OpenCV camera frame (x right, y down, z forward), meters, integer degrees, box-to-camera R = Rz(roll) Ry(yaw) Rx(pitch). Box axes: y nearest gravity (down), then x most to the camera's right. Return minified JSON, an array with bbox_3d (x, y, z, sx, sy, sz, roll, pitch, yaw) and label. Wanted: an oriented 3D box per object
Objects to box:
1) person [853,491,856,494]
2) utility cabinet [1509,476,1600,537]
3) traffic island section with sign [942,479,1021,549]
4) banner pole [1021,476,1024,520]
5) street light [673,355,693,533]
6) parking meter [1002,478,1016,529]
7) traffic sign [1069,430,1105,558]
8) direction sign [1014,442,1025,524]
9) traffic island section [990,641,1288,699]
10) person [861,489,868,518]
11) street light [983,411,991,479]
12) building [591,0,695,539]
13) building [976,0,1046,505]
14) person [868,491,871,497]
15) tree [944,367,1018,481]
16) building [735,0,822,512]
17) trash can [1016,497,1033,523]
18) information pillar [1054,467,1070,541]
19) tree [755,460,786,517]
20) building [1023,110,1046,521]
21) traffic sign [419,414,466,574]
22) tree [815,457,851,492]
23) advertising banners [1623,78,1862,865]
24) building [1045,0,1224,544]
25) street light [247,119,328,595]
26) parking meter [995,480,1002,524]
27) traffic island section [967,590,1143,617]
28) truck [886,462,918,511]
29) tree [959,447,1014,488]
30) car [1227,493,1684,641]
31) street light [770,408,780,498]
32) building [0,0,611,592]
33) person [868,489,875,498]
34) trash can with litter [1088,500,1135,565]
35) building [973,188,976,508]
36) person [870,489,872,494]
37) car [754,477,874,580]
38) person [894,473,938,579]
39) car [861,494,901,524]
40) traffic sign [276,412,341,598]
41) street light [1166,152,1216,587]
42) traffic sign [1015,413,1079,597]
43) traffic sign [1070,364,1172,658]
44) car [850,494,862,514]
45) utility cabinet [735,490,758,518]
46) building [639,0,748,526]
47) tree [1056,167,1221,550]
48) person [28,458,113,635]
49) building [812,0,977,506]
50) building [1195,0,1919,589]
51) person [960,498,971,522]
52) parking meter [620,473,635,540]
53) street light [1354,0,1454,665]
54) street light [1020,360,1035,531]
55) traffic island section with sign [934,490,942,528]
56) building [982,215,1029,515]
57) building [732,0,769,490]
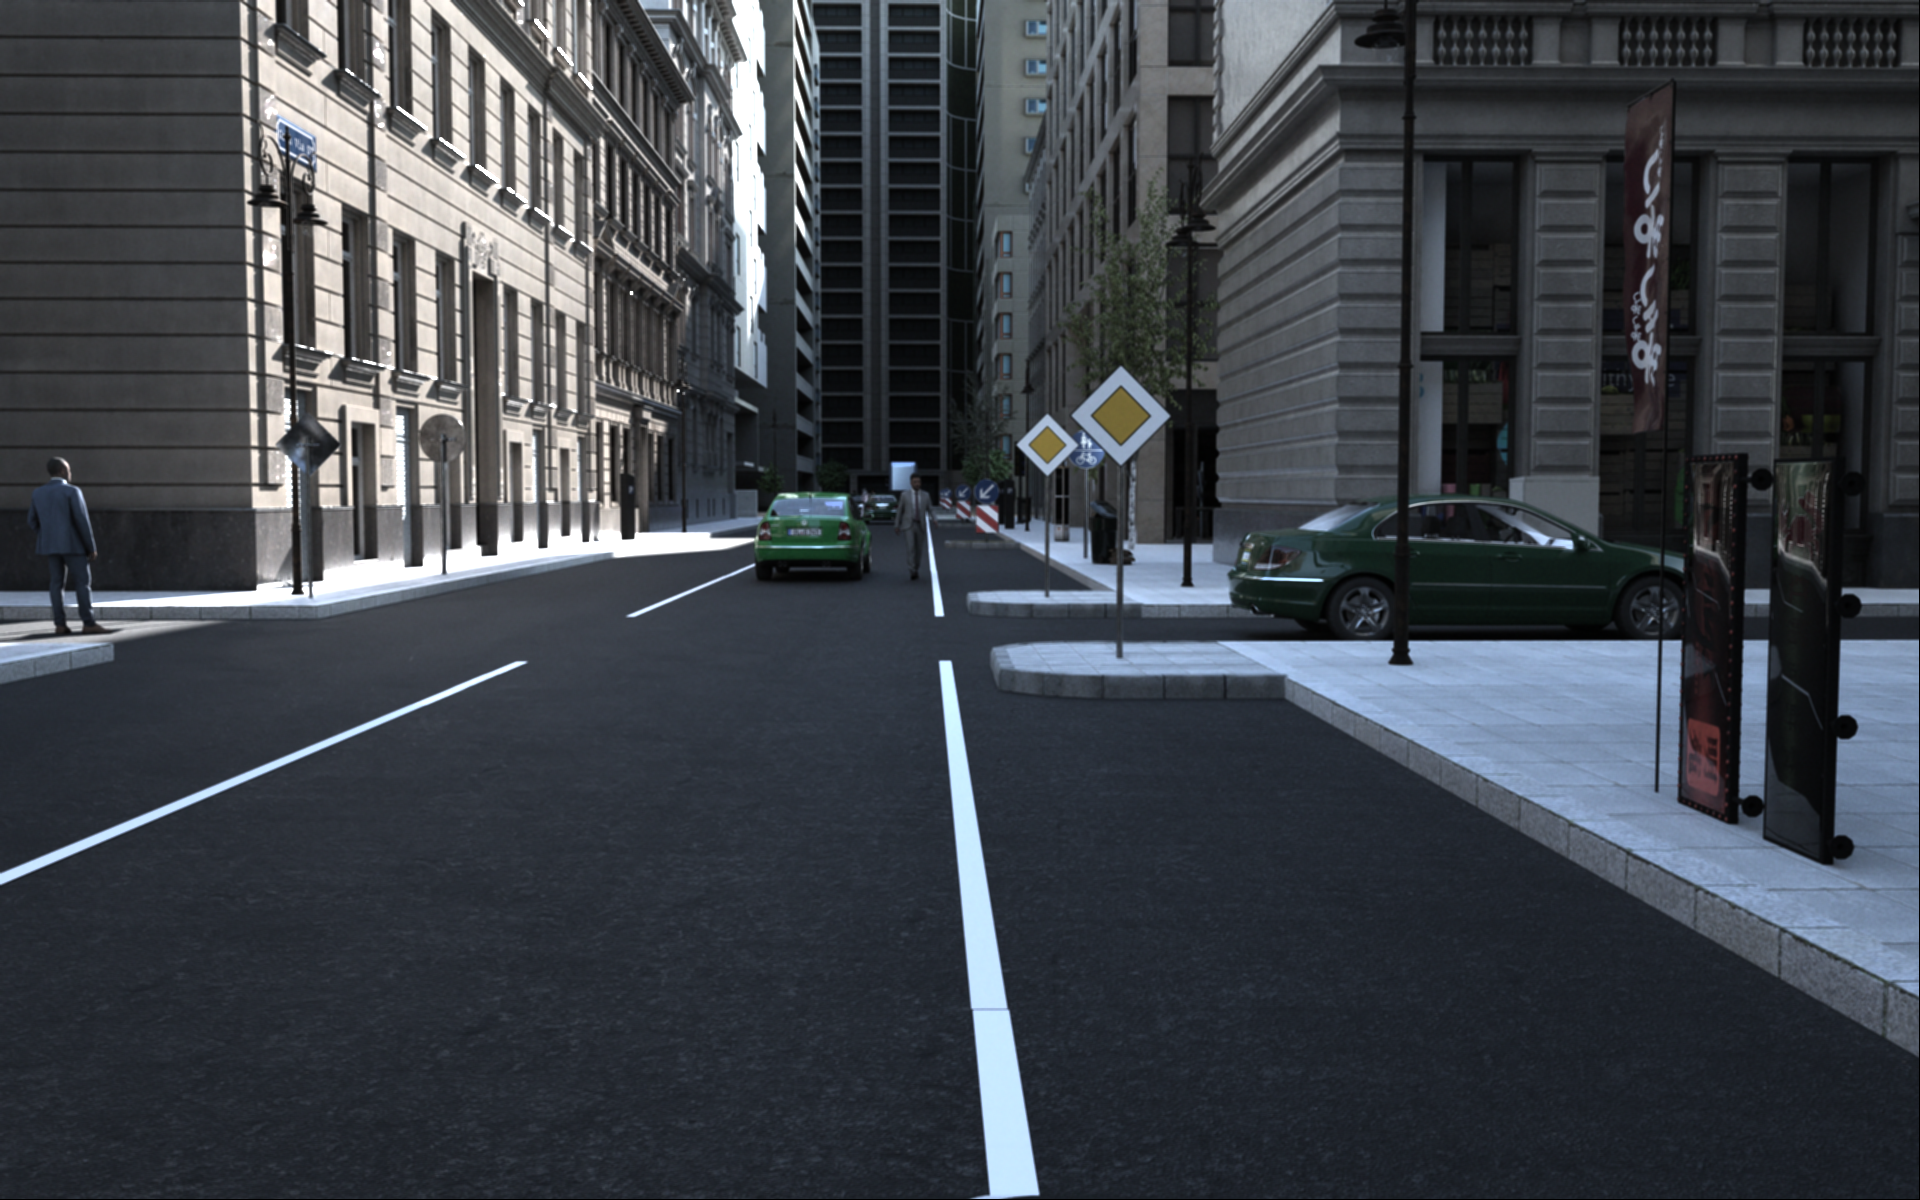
[{"bbox_3d":[-8.995,-8.357,145.927,0.721,1.735,1.217,3,4,38],"label":"person"},{"bbox_3d":[7.481,-0.806,21.862,1.173,1.500,0.318,-1,4,-22],"label":"utility cabinet"},{"bbox_3d":[0.587,-2.316,46.491,1.989,1.847,2.006,0,4,-1],"label":"traffic island section with sign"},{"bbox_3d":[3.001,-5.838,85.472,0.401,3.779,0.863,0,4,8],"label":"banner pole"},{"bbox_3d":[-9.194,-5.186,57.579,0.468,5.910,1.993,0,4,-1],"label":"street light"},{"bbox_3d":[1.854,-3.561,63.929,0.399,1.863,0.255,0,4,1],"label":"parking meter"},{"bbox_3d":[2.510,-2.105,34.517,0.768,2.556,0.104,0,4,3],"label":"traffic sign"},{"bbox_3d":[2.588,-5.075,74.977,0.379,3.537,0.876,2,4,32],"label":"direction sign"},{"bbox_3d":[1.270,0.532,13.581,2.009,0.180,2.903,0,4,-1],"label":"traffic island section"},{"bbox_3d":[-5.460,-5.499,99.075,0.621,1.740,0.551,-1,4,-13],"label":"person"},{"bbox_3d":[1.508,-7.544,96.130,0.468,5.910,1.993,0,4,-1],"label":"street light"},{"bbox_3d":[-15.128,-11.730,56.417,10.561,19.102,19.286,0,4,-1],"label":"building"},{"bbox_3d":[12.318,-31.975,146.498,21.300,48.544,21.600,0,4,-1],"label":"building"},{"bbox_3d":[-7.932,-8.617,150.095,0.721,1.736,1.217,-2,4,-27],"label":"person"},{"bbox_3d":[1.282,-9.142,99.826,4.360,8.622,3.978,0,3,0],"label":"tree"},{"bbox_3d":[-24.034,-32.803,160.031,21.600,48.544,21.300,0,4,-1],"label":"building"},{"bbox_3d":[2.877,-4.037,77.656,0.748,1.137,0.748,0,3,0],"label":"trash can"},{"bbox_3d":[2.767,-2.599,46.982,0.304,2.012,0.304,3,4,38],"label":"information pillar"},{"bbox_3d":[-10.672,-6.261,96.975,1.663,3.219,1.824,0,3,0],"label":"tree"},{"bbox_3d":[8.550,-14.551,87.057,9.793,20.994,18.267,0,4,-1],"label":"building"},{"bbox_3d":[-8.255,-1.684,27.638,0.768,2.556,0.104,0,4,5],"label":"traffic sign"},{"bbox_3d":[-11.247,-10.365,153.178,4.285,4.588,4.351,0,3,0],"label":"tree"},{"bbox_3d":[3.002,-0.652,6.845,0.090,3.025,2.074,0,3,0],"label":"advertising banners"},{"bbox_3d":[13.788,-15.677,60.834,19.350,26.468,34.151,0,4,-1],"label":"building"},{"bbox_3d":[-8.446,-3.005,21.914,0.468,5.910,1.993,0,4,-1],"label":"street light"},{"bbox_3d":[1.681,-4.130,73.237,0.255,1.863,0.399,3,5,42],"label":"parking meter"},{"bbox_3d":[1.104,0.044,21.564,2.009,0.180,2.903,0,4,-1],"label":"traffic island section"},{"bbox_3d":[-4.517,-9.117,138.817,2.967,4.110,18.799,0,4,-2],"label":"truck"},{"bbox_3d":[1.634,-7.430,105.199,4.285,4.588,4.351,0,3,0],"label":"tree"},{"bbox_3d":[5.172,-0.341,17.372,4.920,1.459,2.131,0,4,-2],"label":"car"},{"bbox_3d":[-9.955,-7.365,93.213,0.468,5.910,1.993,0,4,-1],"label":"street light"},{"bbox_3d":[-15.167,-14.480,34.007,12.463,27.353,25.104,0,4,-1],"label":"building"},{"bbox_3d":[-5.242,-5.770,103.546,1.217,1.736,0.721,3,4,38],"label":"person"},{"bbox_3d":[2.826,-1.245,31.744,0.624,1.170,1.055,-2,4,-33],"label":"trash can with litter"},{"bbox_3d":[8.230,-24.042,164.789,14.160,30.474,14.107,0,4,-1],"label":"building"},{"bbox_3d":[-8.087,-9.194,158.450,1.348,1.869,0.705,-2,4,-32],"label":"person"},{"bbox_3d":[-2.516,-1.318,30.342,1.959,1.807,4.718,0,4,0],"label":"car"},{"bbox_3d":[-0.750,-1.251,29.229,0.678,1.792,0.850,-1,4,-13],"label":"person"},{"bbox_3d":[-3.733,-4.392,83.607,2.131,1.459,4.920,0,4,-2],"label":"car"},{"bbox_3d":[-8.012,-1.081,21.318,0.795,2.450,0.064,0,4,-1],"label":"traffic sign"},{"bbox_3d":[3.158,-3.125,23.881,0.468,5.910,1.993,0,4,-1],"label":"street light"},{"bbox_3d":[1.080,-1.091,21.487,0.795,2.450,0.064,0,4,-1],"label":"traffic sign"},{"bbox_3d":[1.246,-0.603,13.503,0.795,2.450,0.064,0,4,-1],"label":"traffic sign"},{"bbox_3d":[-6.886,-6.245,111.894,2.009,1.686,4.222,0,4,-1],"label":"car"},{"bbox_3d":[-11.518,-5.179,93.361,1.173,1.500,0.318,1,4,12],"label":"utility cabinet"},{"bbox_3d":[-17.467,-17.742,77.465,14.401,28.519,23.554,0,4,-1],"label":"building"},{"bbox_3d":[4.056,-5.486,40.051,4.737,8.622,4.395,0,3,0],"label":"tree"},{"bbox_3d":[-9.120,-0.550,17.682,0.721,1.800,0.419,0,3,0],"label":"person"},{"bbox_3d":[-6.143,-45.932,189.238,20.611,71.187,20.563,0,4,-1],"label":"building"},{"bbox_3d":[14.118,-12.147,27.486,19.941,23.489,11.050,0,4,-1],"label":"building"},{"bbox_3d":[0.254,-4.879,88.082,0.655,1.846,0.447,-2,4,-29],"label":"person"},{"bbox_3d":[-9.264,-2.606,48.318,0.255,1.863,0.399,2,4,27],"label":"parking meter"},{"bbox_3d":[3.326,-2.453,12.893,0.468,5.910,1.993,0,4,-1],"label":"street light"},{"bbox_3d":[2.337,-5.339,60.083,0.468,5.910,1.993,0,4,-1],"label":"street light"},{"bbox_3d":[0.018,-3.999,74.016,1.989,1.847,2.006,0,4,-1],"label":"traffic island section with sign"},{"bbox_3d":[15.823,-16.950,122.171,27.650,21.520,28.899,0,4,-1],"label":"building"},{"bbox_3d":[-30.288,-36.987,193.976,27.495,52.752,28.713,0,4,-1],"label":"building"}]
